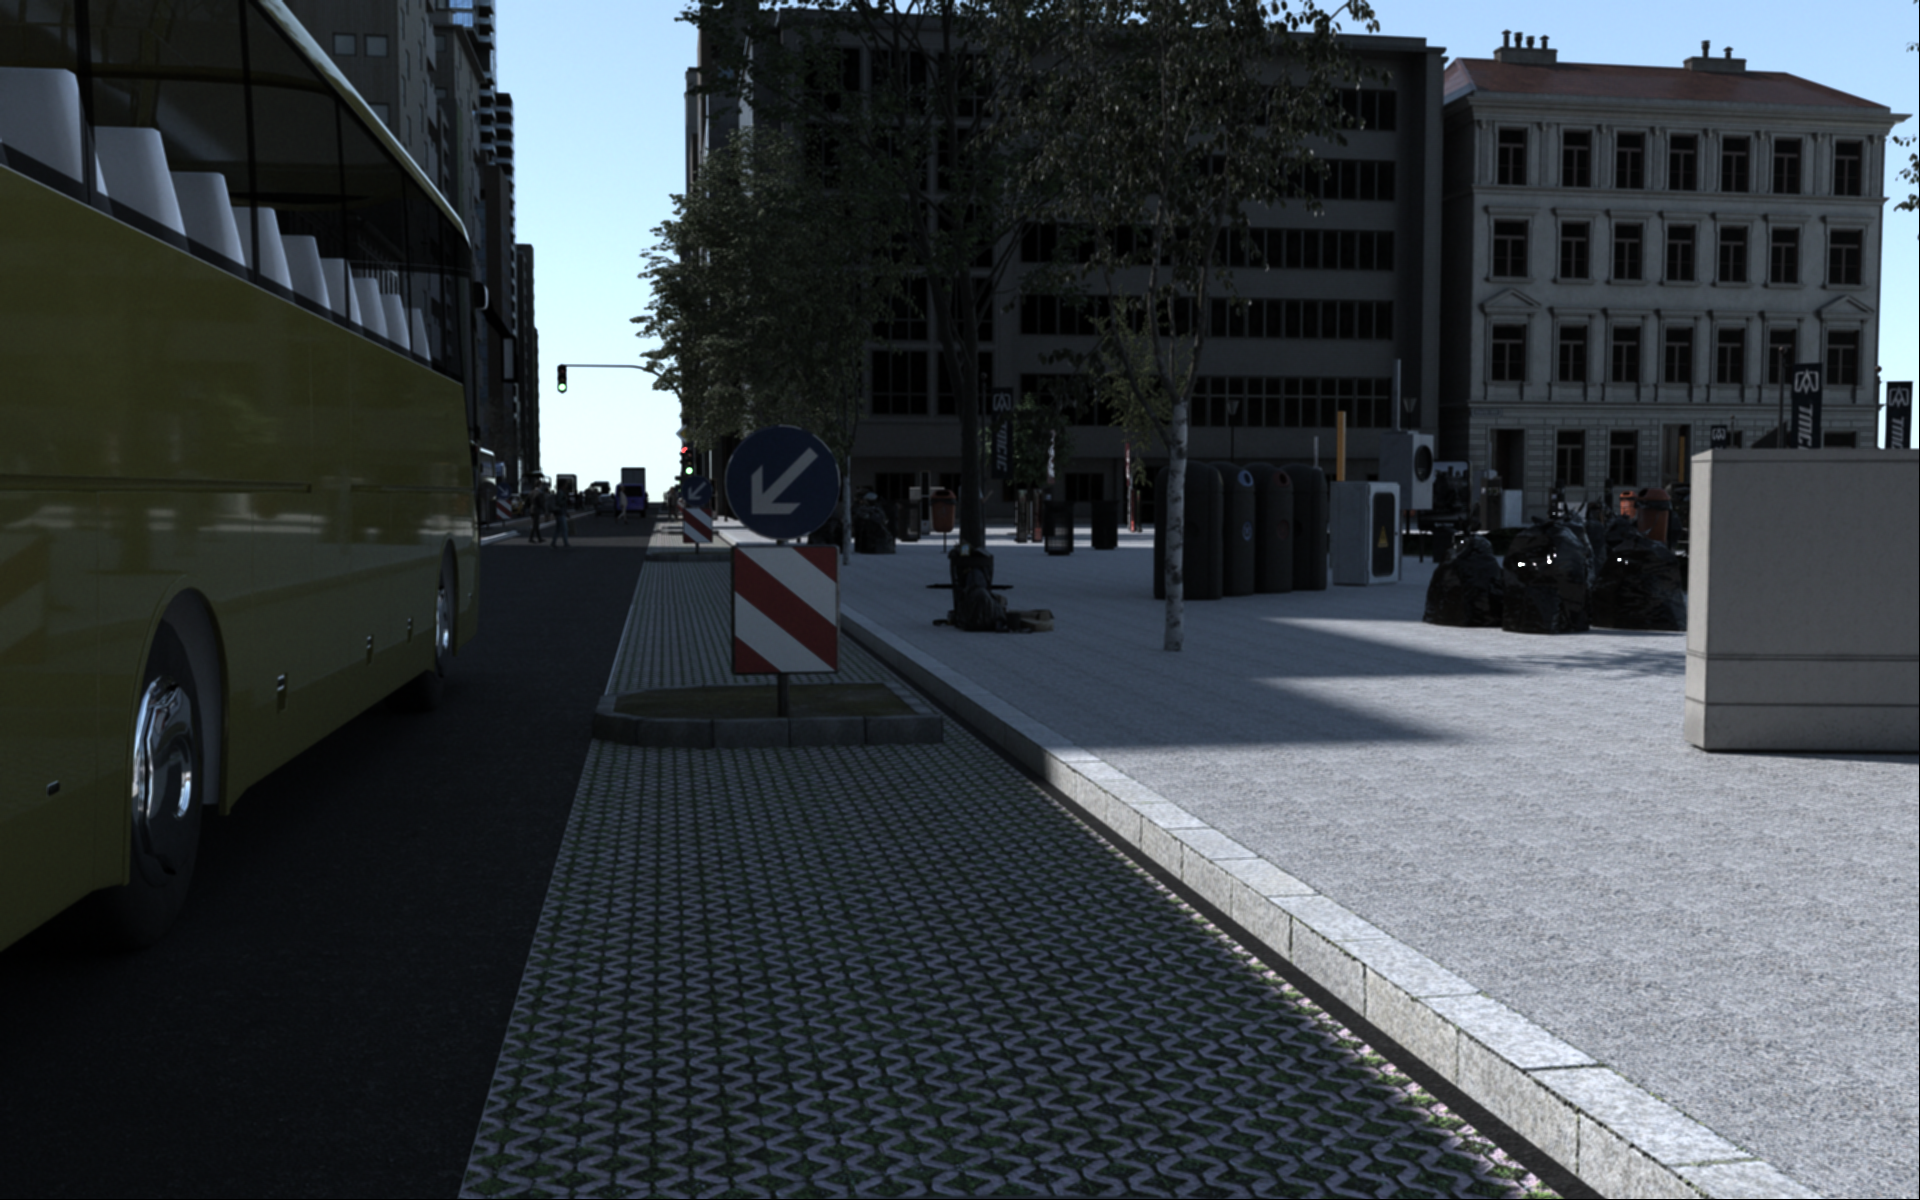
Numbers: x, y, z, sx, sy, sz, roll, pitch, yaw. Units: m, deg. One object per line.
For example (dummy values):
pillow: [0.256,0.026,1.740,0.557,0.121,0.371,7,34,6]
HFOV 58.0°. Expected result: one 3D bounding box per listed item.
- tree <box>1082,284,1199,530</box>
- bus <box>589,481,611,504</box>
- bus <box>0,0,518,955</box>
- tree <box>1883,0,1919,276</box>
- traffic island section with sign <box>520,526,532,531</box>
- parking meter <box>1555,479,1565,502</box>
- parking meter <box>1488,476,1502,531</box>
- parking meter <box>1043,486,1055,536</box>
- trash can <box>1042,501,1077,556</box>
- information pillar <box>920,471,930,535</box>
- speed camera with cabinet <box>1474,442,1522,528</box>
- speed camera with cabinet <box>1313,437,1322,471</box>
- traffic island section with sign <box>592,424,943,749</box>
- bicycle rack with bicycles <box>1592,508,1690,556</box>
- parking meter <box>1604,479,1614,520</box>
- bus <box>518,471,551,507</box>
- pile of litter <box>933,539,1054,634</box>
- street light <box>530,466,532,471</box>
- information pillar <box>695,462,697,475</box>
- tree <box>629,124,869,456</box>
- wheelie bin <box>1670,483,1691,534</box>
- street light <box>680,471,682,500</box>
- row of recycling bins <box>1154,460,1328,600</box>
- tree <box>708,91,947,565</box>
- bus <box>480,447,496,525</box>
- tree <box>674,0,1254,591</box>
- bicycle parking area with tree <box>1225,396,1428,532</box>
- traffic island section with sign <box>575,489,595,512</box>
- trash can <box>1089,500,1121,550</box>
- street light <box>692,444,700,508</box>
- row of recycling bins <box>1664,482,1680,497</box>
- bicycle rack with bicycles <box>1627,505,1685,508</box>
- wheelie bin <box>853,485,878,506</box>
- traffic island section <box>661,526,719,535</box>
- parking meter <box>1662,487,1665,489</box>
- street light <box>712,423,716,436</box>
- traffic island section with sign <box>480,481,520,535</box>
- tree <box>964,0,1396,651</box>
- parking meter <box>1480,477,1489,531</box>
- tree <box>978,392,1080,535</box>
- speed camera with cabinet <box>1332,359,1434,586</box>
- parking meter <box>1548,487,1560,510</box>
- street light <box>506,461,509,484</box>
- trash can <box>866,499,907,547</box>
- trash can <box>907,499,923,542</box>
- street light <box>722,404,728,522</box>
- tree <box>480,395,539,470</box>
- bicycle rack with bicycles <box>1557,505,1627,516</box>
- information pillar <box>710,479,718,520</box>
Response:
tree: [6.332,-6.812,61.734,4.737,8.622,4.395,0,3,0]
bus: [-51.127,-15.387,246.429,2.948,3.499,13.247,-1,4,-10]
bus: [-4.132,-1.010,8.056,2.896,3.916,12.252,-1,4,-9]
tree: [12.300,-4.157,18.322,4.360,8.622,3.978,0,3,0]
traffic island section with sign: [-17.856,-3.661,67.988,2.006,1.907,1.989,-1,4,-10]
parking meter: [22.931,-3.702,66.235,0.255,1.863,0.399,3,5,43]
parking meter: [17.539,-3.113,56.613,0.255,1.863,0.399,2,4,29]
parking meter: [2.691,-2.695,52.479,0.372,1.533,0.369,0,3,0]
trash can: [2.079,-1.508,36.316,0.748,1.137,0.748,0,3,0]
information pillar: [-1.090,-3.059,54.507,0.304,2.012,0.304,0,4,1]
speed camera with cabinet: [20.649,-4.410,66.442,2.038,3.252,0.660,-2,4,-30]
speed camera with cabinet: [11.937,-4.030,60.234,0.660,3.252,2.038,-1,4,-10]
traffic island section with sign: [-1.241,-0.124,10.654,1.989,1.847,2.006,-1,4,-10]
bicycle rack with bicycles: [14.699,-1.321,34.978,2.852,0.926,2.925,-1,4,-22]
parking meter: [24.387,-3.633,65.118,0.255,1.863,0.399,2,4,32]
bus: [-46.608,-12.164,190.422,2.896,3.916,12.252,-1,4,-10]
pile of litter: [0.332,-0.169,16.735,1.176,0.858,1.719,0,4,-3]
street light: [-65.868,-17.938,266.073,0.468,5.910,1.993,-1,4,-10]
information pillar: [-19.484,-8.348,127.852,0.183,3.616,0.504,-1,4,-11]
tree: [-6.602,-8.313,54.041,7.486,12.596,7.792,0,3,0]
wheelie bin: [20.349,-2.494,48.679,0.980,1.594,0.693,2,4,31]
street light: [-48.415,-20.068,300.899,0.468,5.910,1.993,-1,4,-10]
row of recycling bins: [3.616,-0.927,22.274,1.069,1.692,3.534,3,5,39]
tree: [-2.275,-4.930,30.969,4.737,8.622,4.395,0,3,0]
bus: [-23.046,-5.393,79.723,2.896,3.916,12.252,-1,4,-12]
tree: [-0.024,-5.957,23.157,9.928,11.665,9.643,0,3,0]
bicycle parking area with tree: [10.804,-3.966,51.849,8.231,4.147,9.016,2,4,30]
traffic island section with sign: [-30.521,-8.191,142.056,2.006,1.907,1.989,-1,4,-10]
trash can: [3.347,-1.739,40.092,0.748,1.137,0.748,0,3,0]
street light: [-23.599,-11.190,155.747,0.468,5.910,1.993,-1,4,-10]
row of recycling bins: [24.863,-3.089,57.624,1.069,1.692,3.534,-2,4,-24]
bicycle rack with bicycles: [20.038,-2.020,46.409,2.925,0.926,2.852,0,4,-6]
wheelie bin: [-3.359,-3.274,61.445,0.980,1.594,0.693,2,4,24]
traffic island section: [-9.610,-2.407,61.635,2.009,0.180,2.903,-1,4,-10]
parking meter: [26.840,-3.510,65.805,0.372,1.533,0.369,0,3,0]
street light: [-14.456,-7.881,101.648,0.468,5.910,1.993,-1,4,-10]
traffic island section with sign: [-16.618,-3.214,60.685,2.006,1.907,1.989,-1,4,-10]
tree: [1.782,-3.904,14.198,4.360,8.622,3.978,0,3,0]
parking meter: [18.199,-3.313,59.874,0.255,1.863,0.399,-2,4,-26]
tree: [2.282,-4.362,55.037,4.285,4.588,4.351,0,3,0]
speed camera with cabinet: [6.097,-1.867,24.854,0.660,3.252,2.038,3,5,40]
parking meter: [21.446,-3.312,62.560,0.372,1.533,0.369,0,3,0]
street light: [-58.610,-15.384,224.320,0.468,5.910,1.993,-1,4,-10]
trash can: [-1.789,-1.731,39.951,0.748,1.137,0.748,0,3,0]
trash can: [-1.365,-2.136,46.571,0.748,1.137,0.748,0,3,0]
street light: [-10.947,-6.609,80.840,0.468,5.910,1.993,-1,4,-10]
tree: [-57.448,-18.618,214.767,12.009,13.543,11.850,0,3,0]
bicycle rack with bicycles: [20.565,-2.632,56.411,2.852,0.926,2.925,1,4,18]
information pillar: [-12.034,-4.905,84.691,0.304,2.012,0.304,0,4,6]
